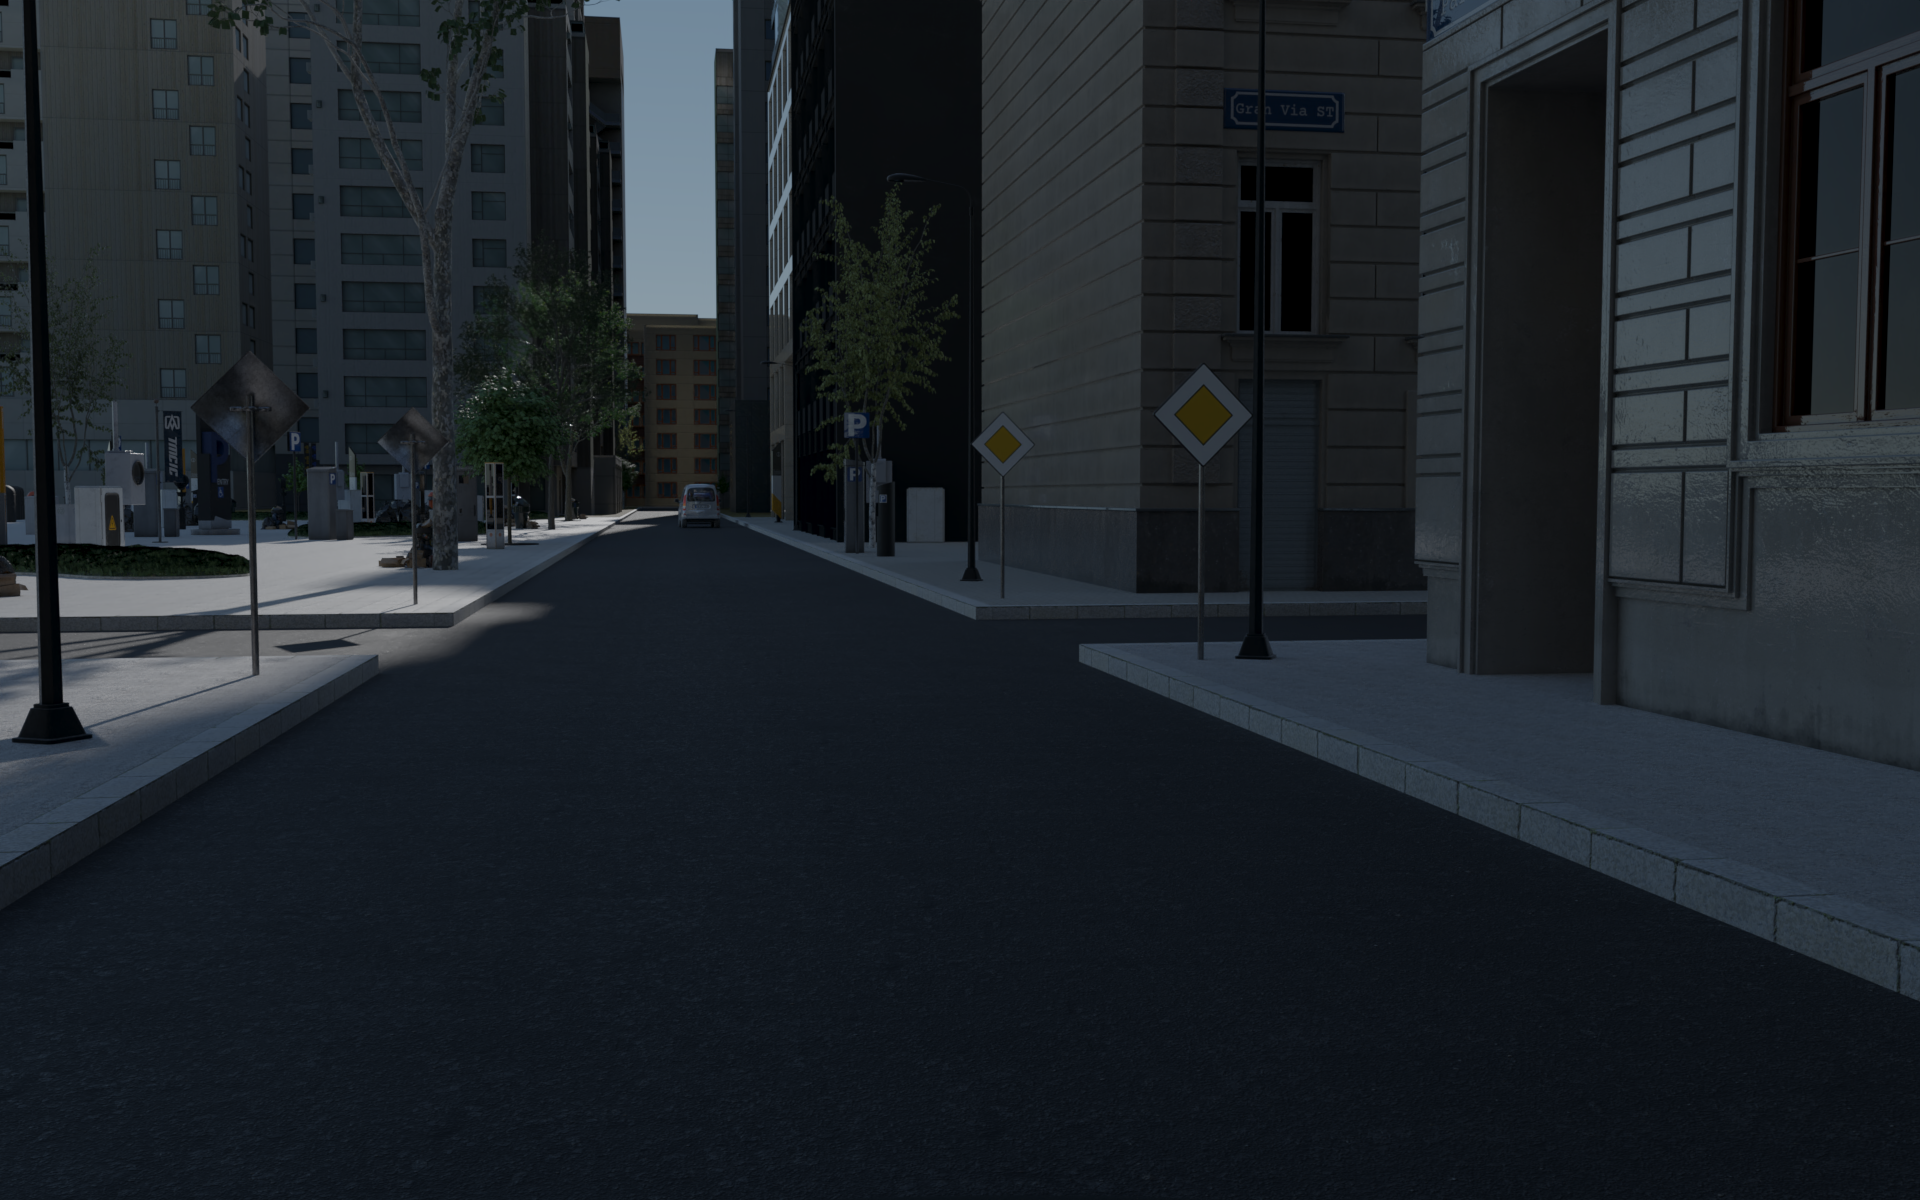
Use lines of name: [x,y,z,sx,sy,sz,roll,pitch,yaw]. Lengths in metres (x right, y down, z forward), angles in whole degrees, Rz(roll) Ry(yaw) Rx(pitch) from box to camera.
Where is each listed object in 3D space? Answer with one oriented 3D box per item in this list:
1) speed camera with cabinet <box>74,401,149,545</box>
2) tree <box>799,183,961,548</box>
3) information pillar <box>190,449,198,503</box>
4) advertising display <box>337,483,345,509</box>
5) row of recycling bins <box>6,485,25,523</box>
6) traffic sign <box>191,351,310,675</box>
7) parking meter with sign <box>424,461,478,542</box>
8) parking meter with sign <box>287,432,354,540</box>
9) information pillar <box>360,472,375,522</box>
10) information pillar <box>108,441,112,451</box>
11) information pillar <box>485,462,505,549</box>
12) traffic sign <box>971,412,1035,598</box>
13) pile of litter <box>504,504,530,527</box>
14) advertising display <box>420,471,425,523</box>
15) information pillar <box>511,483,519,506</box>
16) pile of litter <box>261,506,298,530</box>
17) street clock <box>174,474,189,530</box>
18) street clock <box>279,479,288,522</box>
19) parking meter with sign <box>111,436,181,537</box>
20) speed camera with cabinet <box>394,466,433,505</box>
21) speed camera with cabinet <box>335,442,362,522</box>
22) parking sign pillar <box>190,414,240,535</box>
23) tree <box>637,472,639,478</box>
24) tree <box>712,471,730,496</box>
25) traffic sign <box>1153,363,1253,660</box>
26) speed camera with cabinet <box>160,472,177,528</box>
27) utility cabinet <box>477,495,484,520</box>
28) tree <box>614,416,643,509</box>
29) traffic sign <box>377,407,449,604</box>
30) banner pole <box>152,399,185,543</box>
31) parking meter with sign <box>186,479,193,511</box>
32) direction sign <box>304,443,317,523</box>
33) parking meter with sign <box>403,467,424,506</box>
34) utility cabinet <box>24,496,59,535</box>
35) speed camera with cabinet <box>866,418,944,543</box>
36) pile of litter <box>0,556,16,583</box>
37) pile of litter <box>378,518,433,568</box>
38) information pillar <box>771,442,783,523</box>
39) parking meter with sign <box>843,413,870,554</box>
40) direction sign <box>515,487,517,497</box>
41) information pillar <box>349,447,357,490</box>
speed camera with cabinet: [-17.830,-2.570,36.351,0.660,3.252,2.038,0,4,-1]
tree: [-2.075,-5.575,41.507,4.737,8.622,4.395,0,3,0]
information pillar: [-40.063,-6.082,90.796,0.504,3.616,0.183,0,4,-1]
advertising display: [-32.391,-5.179,89.887,0.974,1.923,0.123,1,4,9]
row of recycling bins: [-47.472,-4.875,86.822,1.069,1.692,3.534,-2,4,-26]
traffic sign: [-4.988,-0.524,12.214,0.795,2.450,0.064,-1,4,-10]
parking meter with sign: [-13.488,-3.096,46.878,0.543,3.016,1.738,3,5,45]
parking meter with sign: [-17.860,-3.193,48.470,1.738,3.016,0.543,1,4,11]
information pillar: [-19.836,-3.272,57.996,0.304,2.012,0.304,2,4,28]
information pillar: [-37.415,-5.196,76.303,0.183,3.616,0.504,-3,4,-37]
information pillar: [-10.831,-2.192,40.332,0.304,2.012,0.304,2,4,27]
traffic sign: [0.519,-1.076,21.228,0.795,2.450,0.064,-1,4,-10]
pile of litter: [-19.513,-3.665,73.881,1.719,0.858,1.176,1,4,19]
advertising display: [-15.244,-2.686,49.133,0.123,1.923,0.974,-1,4,-17]
information pillar: [-23.563,-5.334,91.702,0.304,2.012,0.304,1,4,10]
pile of litter: [-24.705,-3.008,63.145,1.719,0.858,1.176,-3,5,-39]
street clock: [-28.135,-3.550,62.609,0.471,2.002,0.358,0,4,-4]
street clock: [-31.536,-4.660,80.761,0.358,2.002,0.471,-1,4,-21]
parking meter with sign: [-24.257,-3.388,51.658,1.738,3.016,0.543,0,4,-6]
speed camera with cabinet: [-23.400,-4.935,75.020,2.038,3.252,0.660,-2,4,-27]
speed camera with cabinet: [-23.630,-4.403,66.332,0.660,3.252,2.038,1,4,11]
parking sign pillar: [-23.482,-4.039,54.511,1.447,3.967,1.447,0,4,5]
tree: [-28.617,-9.893,145.471,4.285,4.588,4.351,0,3,0]
tree: [-20.153,-9.277,146.288,1.663,3.219,1.824,0,3,0]
traffic sign: [1.861,-0.594,13.356,0.795,2.450,0.064,-1,4,-10]
speed camera with cabinet: [-30.644,-4.402,66.304,0.660,3.252,2.038,-3,5,-44]
utility cabinet: [-22.344,-4.253,80.692,0.306,1.237,1.020,-1,4,-12]
tree: [-29.688,-12.367,152.561,4.360,8.622,3.978,0,3,0]
traffic sign: [-6.330,-1.006,20.086,0.795,2.450,0.064,-1,4,-10]
banner pole: [-20.928,-3.407,45.728,0.863,3.779,0.401,-3,5,-41]
parking meter with sign: [-39.074,-5.558,87.136,0.543,3.016,1.738,-3,5,-41]
direction sign: [-28.844,-5.195,76.938,0.379,3.537,0.876,1,4,14]
parking meter with sign: [-26.532,-5.347,83.677,1.738,3.016,0.543,1,4,13]
utility cabinet: [-29.001,-2.664,54.714,1.020,1.237,0.306,1,4,10]
speed camera with cabinet: [-1.435,-3.133,45.558,2.038,3.252,0.660,0,4,-1]
pile of litter: [-13.587,-0.578,23.423,1.176,0.858,1.719,3,4,37]
pile of litter: [-9.612,-1.009,30.464,1.176,0.858,1.719,-2,4,-27]
information pillar: [-8.224,-5.284,77.752,0.504,3.616,0.183,-3,5,-41]
parking meter with sign: [-2.298,-2.548,37.925,0.543,3.016,1.738,0,4,-6]
direction sign: [-18.323,-4.862,71.491,0.379,3.537,0.876,1,4,13]
information pillar: [-30.036,-5.770,85.696,0.504,3.616,0.183,3,4,37]
